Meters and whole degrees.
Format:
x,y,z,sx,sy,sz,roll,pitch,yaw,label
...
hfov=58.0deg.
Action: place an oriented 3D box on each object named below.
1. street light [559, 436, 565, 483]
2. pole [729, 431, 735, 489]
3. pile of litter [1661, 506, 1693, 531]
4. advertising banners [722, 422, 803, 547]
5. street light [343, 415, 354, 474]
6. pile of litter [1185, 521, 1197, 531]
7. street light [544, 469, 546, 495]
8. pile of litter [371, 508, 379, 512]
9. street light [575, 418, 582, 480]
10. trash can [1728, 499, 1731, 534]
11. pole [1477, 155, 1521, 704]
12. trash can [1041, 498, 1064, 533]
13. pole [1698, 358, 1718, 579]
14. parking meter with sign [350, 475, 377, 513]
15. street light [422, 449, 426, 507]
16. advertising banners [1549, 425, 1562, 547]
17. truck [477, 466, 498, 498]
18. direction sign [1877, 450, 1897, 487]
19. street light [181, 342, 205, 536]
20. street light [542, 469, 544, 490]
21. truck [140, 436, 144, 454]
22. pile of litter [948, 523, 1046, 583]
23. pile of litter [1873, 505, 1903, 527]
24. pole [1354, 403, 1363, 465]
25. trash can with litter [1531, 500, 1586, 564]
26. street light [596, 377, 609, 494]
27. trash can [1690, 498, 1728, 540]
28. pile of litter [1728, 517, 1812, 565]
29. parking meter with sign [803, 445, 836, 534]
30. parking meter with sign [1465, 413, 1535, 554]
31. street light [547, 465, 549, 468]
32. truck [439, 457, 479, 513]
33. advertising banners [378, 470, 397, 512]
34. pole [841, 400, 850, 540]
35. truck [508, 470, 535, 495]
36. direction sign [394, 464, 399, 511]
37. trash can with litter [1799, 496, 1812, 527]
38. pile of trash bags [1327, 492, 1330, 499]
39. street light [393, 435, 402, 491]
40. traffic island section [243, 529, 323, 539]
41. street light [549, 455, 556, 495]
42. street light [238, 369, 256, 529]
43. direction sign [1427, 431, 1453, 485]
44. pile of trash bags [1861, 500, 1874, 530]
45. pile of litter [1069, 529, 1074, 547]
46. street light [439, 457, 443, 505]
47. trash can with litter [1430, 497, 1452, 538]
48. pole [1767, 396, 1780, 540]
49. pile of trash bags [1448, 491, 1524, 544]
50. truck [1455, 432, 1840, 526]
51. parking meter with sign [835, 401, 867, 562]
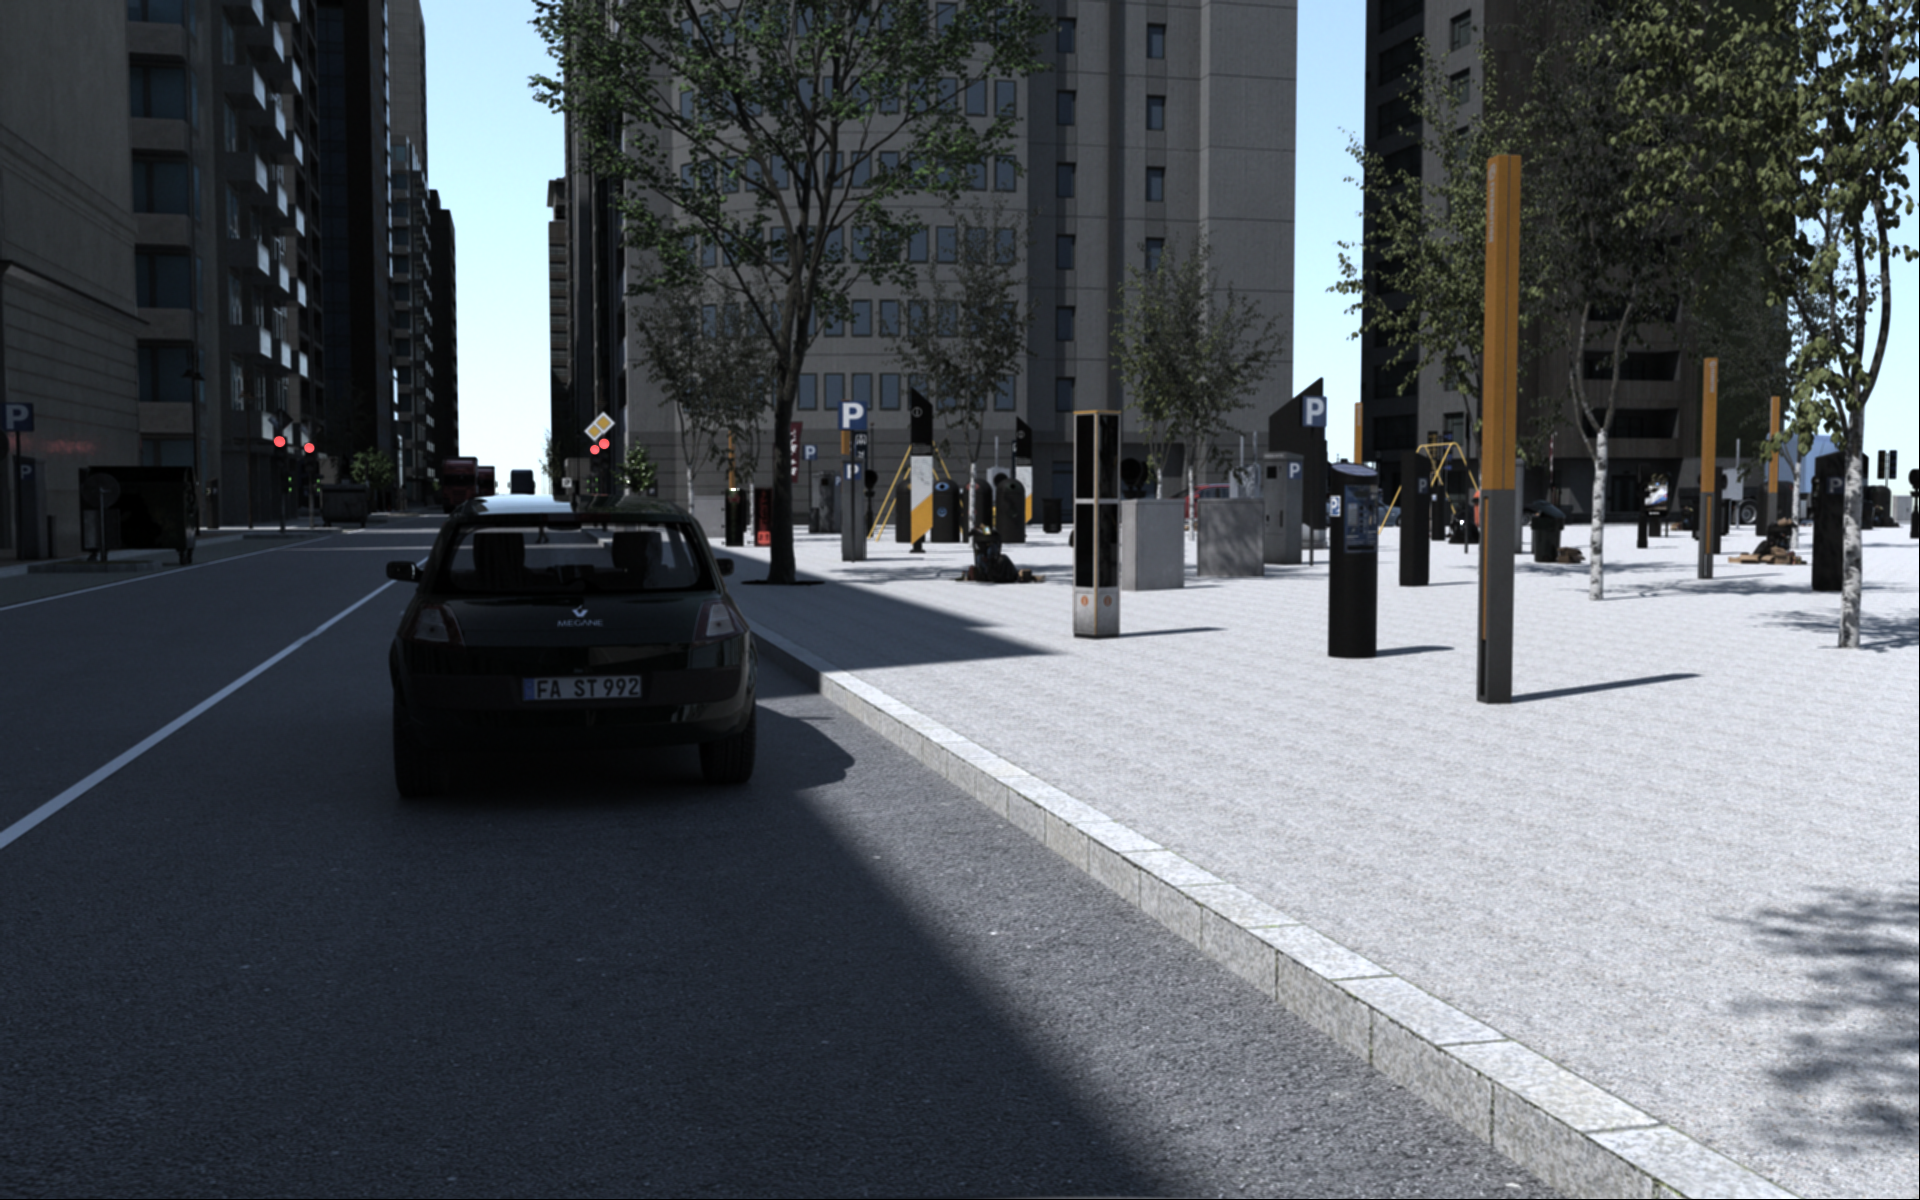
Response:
x,y,z,sx,sy,sz,roll,pitch,yaw,label
-33.012,-10.449,143.626,0.468,5.910,1.993,-1,4,-14,street light
-7.344,-3.794,55.881,0.158,3.312,0.155,0,3,0,pole
25.499,-2.864,60.791,1.719,0.858,1.176,3,4,37,pile of litter
-4.797,-2.805,42.051,2.074,3.025,0.090,1,4,13,advertising banners
-34.887,-7.715,98.920,0.468,5.910,1.993,-1,4,-14,street light
8.276,-2.855,60.639,1.176,0.858,1.719,0,4,7,pile of litter
-53.179,-15.372,224.111,0.468,5.910,1.993,-1,4,-14,street light
-42.170,-6.682,123.213,1.719,0.858,1.176,-1,4,-22,pile of litter
-22.745,-7.979,103.240,0.468,5.910,1.993,-1,4,-14,street light
23.399,-2.555,53.427,0.748,1.137,0.748,0,3,0,trash can
3.289,-1.023,10.567,0.158,3.312,0.155,0,3,0,pole
3.018,-2.751,56.630,0.748,1.137,0.748,0,3,0,trash can
11.250,-1.970,26.046,0.158,3.312,0.155,0,3,0,pole
-41.005,-7.508,119.019,1.738,3.016,0.543,-1,4,-18,parking meter with sign
-53.836,-12.320,174.218,0.468,5.910,1.993,-1,4,-14,street light
13.977,-2.722,40.690,0.090,3.025,2.074,1,4,13,advertising banners
-48.307,-11.387,175.083,2.839,4.237,11.283,-1,4,-16,truck
47.896,-5.965,89.524,0.876,3.537,0.379,1,4,14,direction sign
-23.405,-4.906,52.996,0.468,5.910,1.993,-1,4,-14,street light
-62.043,-17.505,258.988,0.468,5.910,1.993,-1,4,-14,street light
-32.502,-4.187,57.377,11.283,4.237,2.839,-1,4,-12,truck
0.551,-0.707,25.530,1.176,0.858,1.719,-2,4,-27,pile of litter
35.516,-3.247,67.056,1.176,0.858,1.719,-3,5,-44,pile of litter
8.888,-2.744,38.704,0.158,3.312,0.155,0,3,0,pole
11.182,-1.279,32.292,0.624,1.170,1.055,-2,4,-33,trash can with litter
-14.108,-5.842,68.307,0.468,5.910,1.993,-1,4,-14,street light
20.615,-2.221,47.962,0.748,1.137,0.748,0,3,0,trash can
14.958,-1.101,31.966,1.176,0.858,1.719,0,4,-4,pile of litter
-4.215,-3.685,56.509,1.738,3.016,0.543,3,4,37,parking meter with sign
11.725,-2.497,37.085,1.738,3.016,0.543,1,4,19,parking meter with sign
-50.485,-14.719,213.444,0.468,5.910,1.993,-1,4,-14,street light
-38.067,-8.754,132.040,2.839,4.237,11.283,-1,4,-15,truck
-42.103,-8.036,127.572,0.090,3.025,2.074,1,4,22,advertising banners
-2.472,-2.671,37.520,0.158,3.312,0.155,0,3,0,pole
-46.621,-11.938,184.941,2.967,4.110,18.799,-1,4,-15,truck
-42.654,-8.500,130.967,0.379,3.537,0.876,-2,4,-26,direction sign
33.755,-3.558,69.236,2.233,1.210,1.678,-1,4,-20,trash can with litter
32.160,-8.855,154.539,3.447,1.369,1.912,1,4,15,pile of trash bags
-44.823,-10.135,138.500,0.468,5.910,1.993,-1,4,-14,street light
-22.106,-2.093,56.499,2.009,0.180,2.903,-1,4,-14,traffic island section
-41.857,-12.582,178.508,0.468,5.910,1.993,-1,4,-14,street light
-26.204,-5.568,63.823,0.468,5.910,1.993,-1,4,-14,street light
17.268,-4.303,62.358,0.876,3.537,0.379,0,4,7,direction sign
31.886,-3.224,62.471,1.912,1.369,3.447,2,4,31,pile of trash bags
3.289,-1.723,42.135,1.176,0.858,1.719,3,5,40,pile of litter
-62.580,-14.455,209.125,0.468,5.910,1.993,-1,4,-14,street light
14.513,-2.421,50.636,2.233,1.210,1.678,0,4,-1,trash can with litter
17.028,-2.595,36.268,0.158,3.312,0.155,0,3,0,pole
13.518,-2.132,44.616,1.912,1.369,3.447,1,4,19,pile of trash bags
29.866,-5.093,73.027,18.799,4.110,2.967,-1,4,-15,truck
-2.024,-2.264,33.275,0.543,3.016,1.738,0,4,-1,parking meter with sign
